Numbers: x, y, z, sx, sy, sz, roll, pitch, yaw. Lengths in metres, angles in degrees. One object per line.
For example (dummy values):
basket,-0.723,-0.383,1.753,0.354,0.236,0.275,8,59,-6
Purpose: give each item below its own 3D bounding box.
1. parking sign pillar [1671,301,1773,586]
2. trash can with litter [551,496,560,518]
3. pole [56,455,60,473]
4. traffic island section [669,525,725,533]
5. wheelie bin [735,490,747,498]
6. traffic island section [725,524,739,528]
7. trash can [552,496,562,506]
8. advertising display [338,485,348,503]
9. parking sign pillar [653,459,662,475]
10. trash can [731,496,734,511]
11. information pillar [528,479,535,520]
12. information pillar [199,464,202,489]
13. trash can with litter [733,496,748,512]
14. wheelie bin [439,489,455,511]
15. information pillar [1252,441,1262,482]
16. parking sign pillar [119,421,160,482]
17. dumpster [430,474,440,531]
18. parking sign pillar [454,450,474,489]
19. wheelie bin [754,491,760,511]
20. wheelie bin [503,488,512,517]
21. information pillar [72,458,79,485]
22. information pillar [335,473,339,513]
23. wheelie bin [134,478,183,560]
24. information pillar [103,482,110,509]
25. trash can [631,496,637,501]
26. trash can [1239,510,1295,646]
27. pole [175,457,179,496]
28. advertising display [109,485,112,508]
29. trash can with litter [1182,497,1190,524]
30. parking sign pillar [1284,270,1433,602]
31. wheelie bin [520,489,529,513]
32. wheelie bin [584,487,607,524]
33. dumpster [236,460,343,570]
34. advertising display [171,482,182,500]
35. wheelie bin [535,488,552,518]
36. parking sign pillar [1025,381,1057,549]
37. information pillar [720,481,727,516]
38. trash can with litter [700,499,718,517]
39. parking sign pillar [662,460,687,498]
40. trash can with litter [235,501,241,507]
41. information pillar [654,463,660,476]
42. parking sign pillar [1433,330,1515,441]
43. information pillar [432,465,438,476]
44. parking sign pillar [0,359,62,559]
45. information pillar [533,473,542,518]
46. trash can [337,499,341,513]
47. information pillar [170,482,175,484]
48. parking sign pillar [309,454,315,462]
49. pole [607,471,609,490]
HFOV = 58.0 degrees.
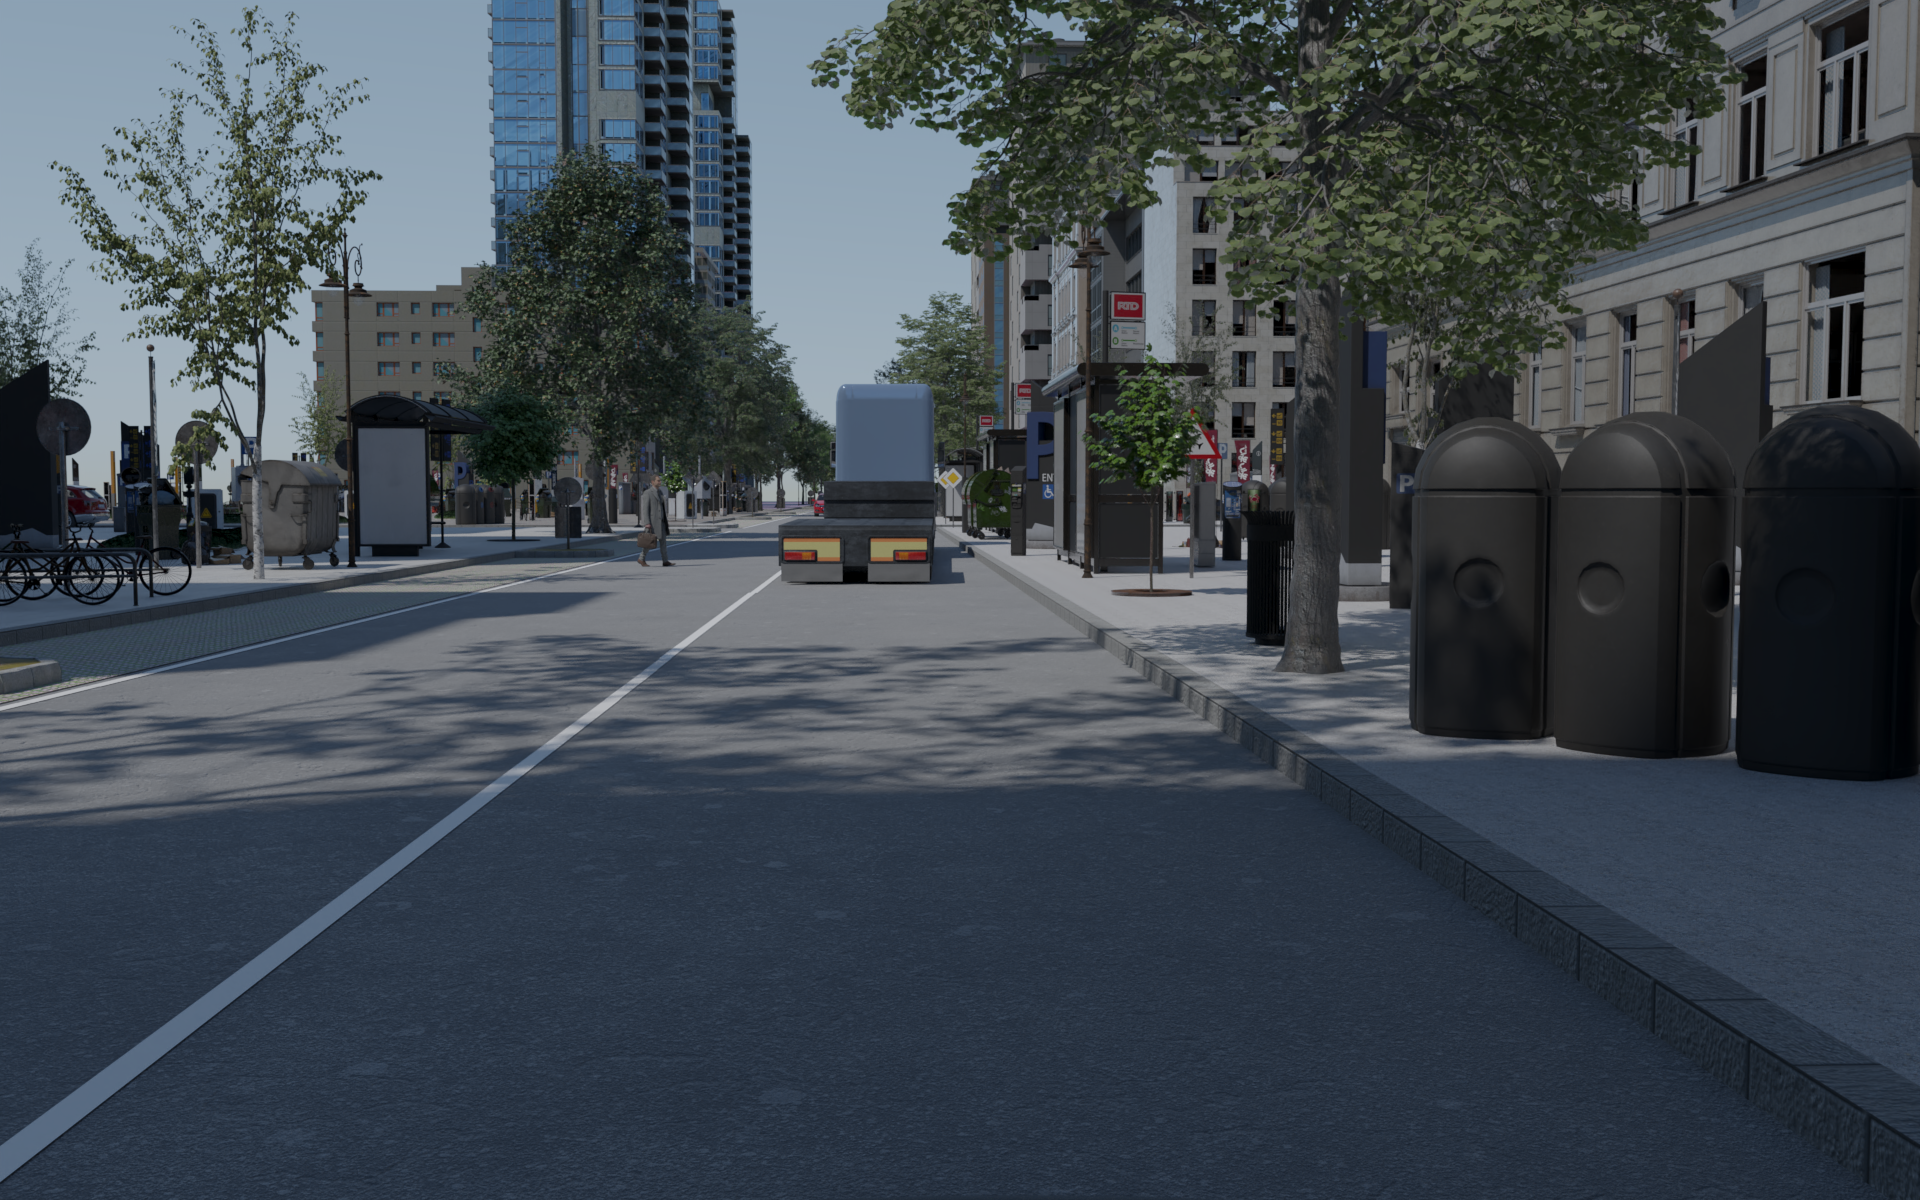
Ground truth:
parking sign pillar,10.914,-2.225,24.851,1.447,3.967,1.447,-3,5,-40
trash can with litter,-22.157,-5.102,94.802,0.624,1.170,1.055,0,4,-5
pole,-23.420,-3.137,45.133,0.158,3.312,0.155,0,3,0
traffic island section,-10.120,-2.644,65.505,2.009,0.180,2.903,0,4,-3
wheelie bin,-17.953,-8.200,141.982,0.980,1.594,0.693,0,4,-8
traffic island section,-10.471,-3.132,73.482,2.009,0.180,2.903,0,4,-3
trash can,-24.057,-5.603,103.257,0.748,1.137,0.748,0,3,0
advertising display,-43.629,-7.158,122.248,0.123,1.923,0.974,3,4,36
parking sign pillar,-23.082,-8.831,132.865,1.447,3.967,1.447,1,4,11
trash can,-15.031,-6.161,112.388,0.748,1.137,0.748,0,3,0
information pillar,-21.148,-4.958,85.549,0.304,2.012,0.304,-1,4,-16
information pillar,-48.374,-7.270,110.221,0.183,3.616,0.504,0,4,7
trash can with litter,-15.862,-6.998,125.802,1.055,1.170,0.624,2,4,30
wheelie bin,-29.007,-5.568,98.943,0.980,1.594,0.693,-2,4,-34
information pillar,13.105,-5.198,76.343,0.504,3.616,0.183,3,5,44
parking sign pillar,-30.214,-4.609,63.832,1.447,3.967,1.447,-1,4,-10
dumpster,-13.826,-2.460,42.713,1.502,2.255,1.985,0,4,-2
parking sign pillar,-30.293,-7.176,105.802,1.447,3.967,1.447,2,4,33
wheelie bin,-15.504,-7.609,132.319,0.693,1.594,0.980,0,4,5
wheelie bin,-25.713,-5.480,97.504,0.693,1.594,0.980,3,5,43
information pillar,-56.923,-7.348,111.493,0.183,3.616,0.504,1,4,19
information pillar,-21.562,-3.363,59.482,0.304,2.012,0.304,1,4,18
wheelie bin,-15.667,-1.589,33.884,0.980,1.594,0.693,2,4,33
information pillar,-51.377,-6.104,104.294,0.304,2.012,0.304,-1,4,-20
trash can,-22.783,-6.666,120.642,0.748,1.137,0.748,0,3,0
trash can,2.758,-0.193,14.817,0.748,1.137,0.748,0,3,0
pole,-42.845,-6.172,94.749,0.158,3.312,0.155,0,3,0
advertising display,-59.482,-7.114,121.519,0.123,1.923,0.974,-1,4,-11
trash can with litter,10.034,-3.844,74.236,1.055,1.170,0.624,2,4,32
parking sign pillar,4.800,-2.002,21.208,1.447,3.967,1.447,0,4,-3
wheelie bin,-28.279,-6.422,112.905,0.693,1.594,0.980,0,4,4
wheelie bin,-15.792,-4.115,75.192,0.980,1.594,0.693,-2,4,-24
dumpster,-11.549,-1.475,29.880,1.264,1.857,1.865,0,4,-3
advertising display,-43.785,-5.600,96.774,0.974,1.923,0.123,3,4,39
wheelie bin,-22.188,-5.175,92.516,0.693,1.594,0.980,2,4,32
parking sign pillar,2.196,-3.205,40.878,1.447,3.967,1.447,2,4,32
information pillar,-13.621,-5.820,99.645,0.304,2.012,0.304,-3,5,-45
trash can with litter,-14.285,-5.329,98.517,1.055,1.170,0.624,0,4,-5
parking sign pillar,-19.909,-8.176,122.151,1.447,3.967,1.447,1,4,11
trash can with litter,-49.765,-6.659,119.924,2.233,1.210,1.678,1,4,14
information pillar,-22.871,-8.524,130.726,0.504,3.616,0.183,2,4,32
parking sign pillar,8.260,-2.422,28.067,1.447,3.967,1.447,-1,4,-9
information pillar,-42.578,-9.122,140.500,0.504,3.616,0.183,-2,4,-33
parking sign pillar,-18.891,-2.830,34.742,1.447,3.967,1.447,-1,4,-13
information pillar,-23.053,-6.306,94.452,0.504,3.616,0.183,-2,4,-31
trash can,-48.136,-7.403,132.687,0.748,1.137,0.748,0,3,0
information pillar,-49.794,-6.428,109.593,0.304,2.012,0.304,-1,4,-16
parking sign pillar,-43.091,-7.788,115.809,1.447,3.967,1.447,0,4,-6
pole,-20.363,-6.508,100.245,0.158,3.312,0.155,0,3,0
